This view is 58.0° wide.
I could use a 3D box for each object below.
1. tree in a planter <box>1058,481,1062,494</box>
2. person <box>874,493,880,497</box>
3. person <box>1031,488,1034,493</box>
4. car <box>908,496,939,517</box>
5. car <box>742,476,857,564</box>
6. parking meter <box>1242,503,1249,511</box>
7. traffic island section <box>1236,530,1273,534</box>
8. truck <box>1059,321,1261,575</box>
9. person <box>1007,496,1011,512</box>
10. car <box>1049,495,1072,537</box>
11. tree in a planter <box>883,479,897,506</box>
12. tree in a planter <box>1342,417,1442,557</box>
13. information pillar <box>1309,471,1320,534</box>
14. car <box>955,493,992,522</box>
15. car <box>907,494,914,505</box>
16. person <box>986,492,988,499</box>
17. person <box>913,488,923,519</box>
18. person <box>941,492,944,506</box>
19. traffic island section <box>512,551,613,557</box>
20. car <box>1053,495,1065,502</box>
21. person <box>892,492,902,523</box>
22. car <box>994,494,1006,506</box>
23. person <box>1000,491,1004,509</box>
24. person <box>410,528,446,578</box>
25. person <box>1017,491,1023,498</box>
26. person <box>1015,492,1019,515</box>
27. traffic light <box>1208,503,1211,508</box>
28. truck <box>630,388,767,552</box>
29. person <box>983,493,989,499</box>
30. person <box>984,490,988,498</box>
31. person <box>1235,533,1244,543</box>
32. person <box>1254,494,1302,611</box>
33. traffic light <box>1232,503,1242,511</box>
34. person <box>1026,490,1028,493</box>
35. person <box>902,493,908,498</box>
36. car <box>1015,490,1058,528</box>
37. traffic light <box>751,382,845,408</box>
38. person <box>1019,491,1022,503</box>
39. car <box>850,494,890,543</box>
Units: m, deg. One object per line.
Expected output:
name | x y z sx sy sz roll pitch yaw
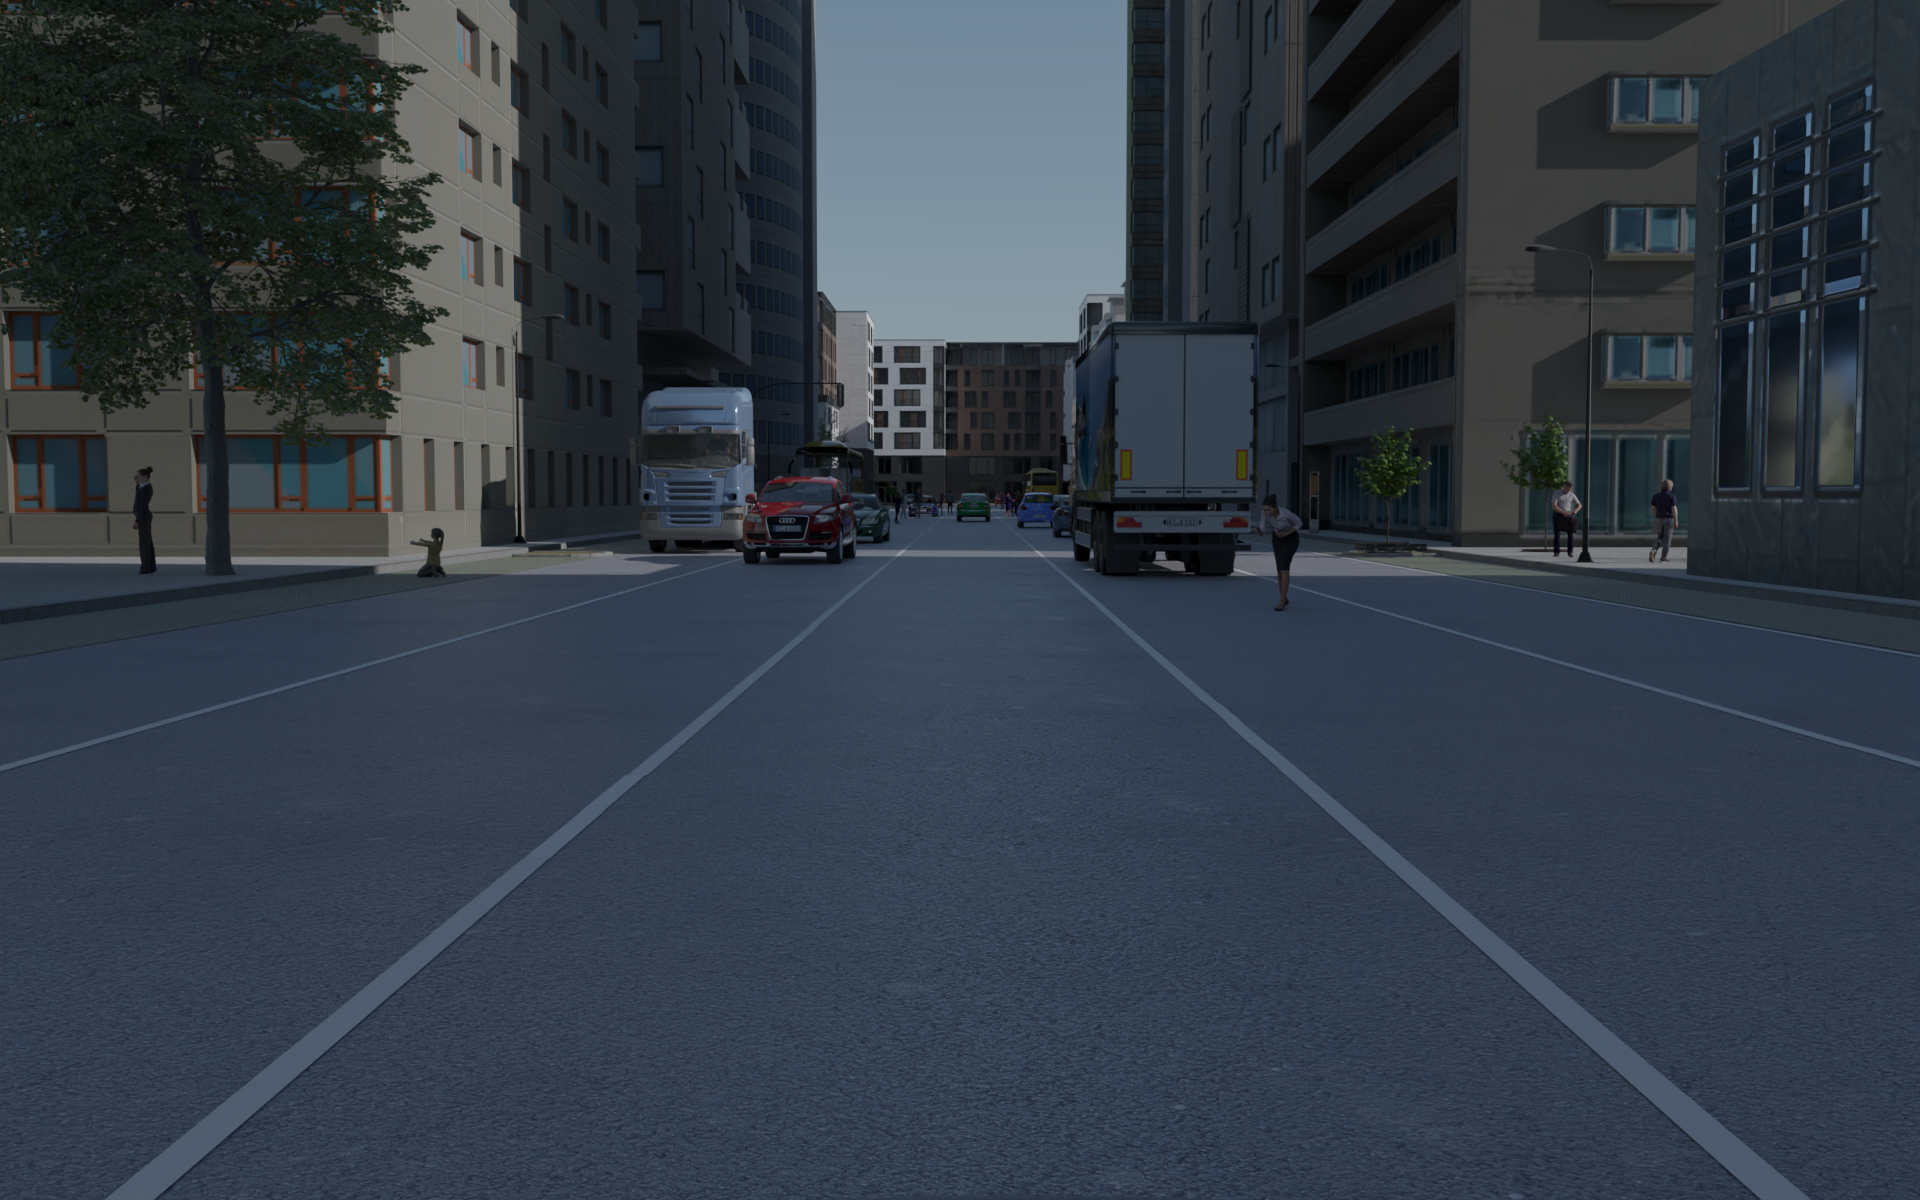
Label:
tree in a planter | 10.938 -12.353 199.193 1.991 3.239 1.994 0 4 0
person | -10.996 -13.274 223.149 1.350 1.814 0.705 0 4 1
person | 4.555 -6.176 109.619 0.875 1.805 0.789 1 4 15
car | -2.282 -5.843 108.112 1.945 1.354 3.894 0 4 2
car | -3.392 -1.752 37.326 2.281 1.827 5.304 0 4 2
parking meter | 11.656 -3.981 70.802 0.255 1.863 0.399 0 4 -5
traffic island section | 10.102 -2.462 62.541 2.009 0.180 2.903 0 4 0
truck | 3.625 -2.743 33.759 2.839 4.237 11.283 0 4 0
person | 3.959 -7.942 140.629 0.388 1.546 0.482 -2 4 -27
car | 4.029 -2.849 58.576 2.014 1.417 4.499 0 4 2
tree in a planter | -8.110 -12.360 199.301 1.991 3.239 1.994 0 4 0
tree in a planter | 9.958 -2.628 40.192 1.991 3.239 1.994 0 4 0
information pillar | 11.542 -3.174 56.389 0.304 2.012 0.304 1 4 16
car | 0.716 -5.043 91.245 1.959 1.807 4.718 0 4 1
car | -5.319 -11.041 192.316 2.131 1.459 4.920 0 4 2
person | 2.945 -11.336 194.775 0.756 1.711 0.436 -3 4 -38
person | -2.445 -5.660 101.167 0.598 1.807 0.434 0 4 -7
person | -2.215 -12.042 206.857 0.593 1.643 0.415 -2 4 -23
traffic island section | -9.100 -1.046 39.966 1.991 0.108 1.994 0 4 0
car | 7.428 -7.067 127.905 2.083 1.381 4.827 0 4 -1
person | -3.069 -4.508 84.740 0.480 1.512 0.613 0 4 2
car | 5.010 -11.891 203.455 2.155 1.783 4.494 0 4 2
person | 3.928 -9.366 162.557 0.530 1.710 0.541 1 4 14
person | -9.114 -0.811 29.680 0.695 0.859 0.347 2 4 31
person | 6.227 -10.822 185.584 1.348 1.807 0.705 -2 4 -29
person | 3.899 -6.715 120.556 0.482 1.546 0.388 1 4 16
traffic light | 10.112 -4.984 70.413 0.839 4.253 0.868 0 4 0
truck | -6.477 -3.661 49.613 2.967 4.110 18.799 0 4 -1
person | 2.265 -9.263 159.958 1.348 1.823 0.705 3 5 44
person | 1.926 -7.688 135.014 0.431 1.722 0.655 1 4 21
person | 7.825 -2.055 50.380 0.655 0.850 0.859 -2 4 -31
person | 3.878 -0.584 21.244 0.628 1.438 0.799 0 4 2
traffic light | 7.970 -5.360 62.299 4.771 5.953 1.251 0 4 0
person | 5.863 -8.746 151.586 0.705 1.814 1.350 1 4 21
person | -4.645 -8.229 143.166 0.598 1.807 0.434 2 4 35
car | 3.322 -3.964 74.403 1.945 1.707 3.694 0 3 0
traffic light | -7.097 -5.864 70.538 4.771 5.953 1.251 0 4 0
person | 6.065 -10.206 176.087 0.721 1.735 1.217 1 4 15
car | -3.120 -2.454 51.921 2.131 1.459 4.920 0 4 2
